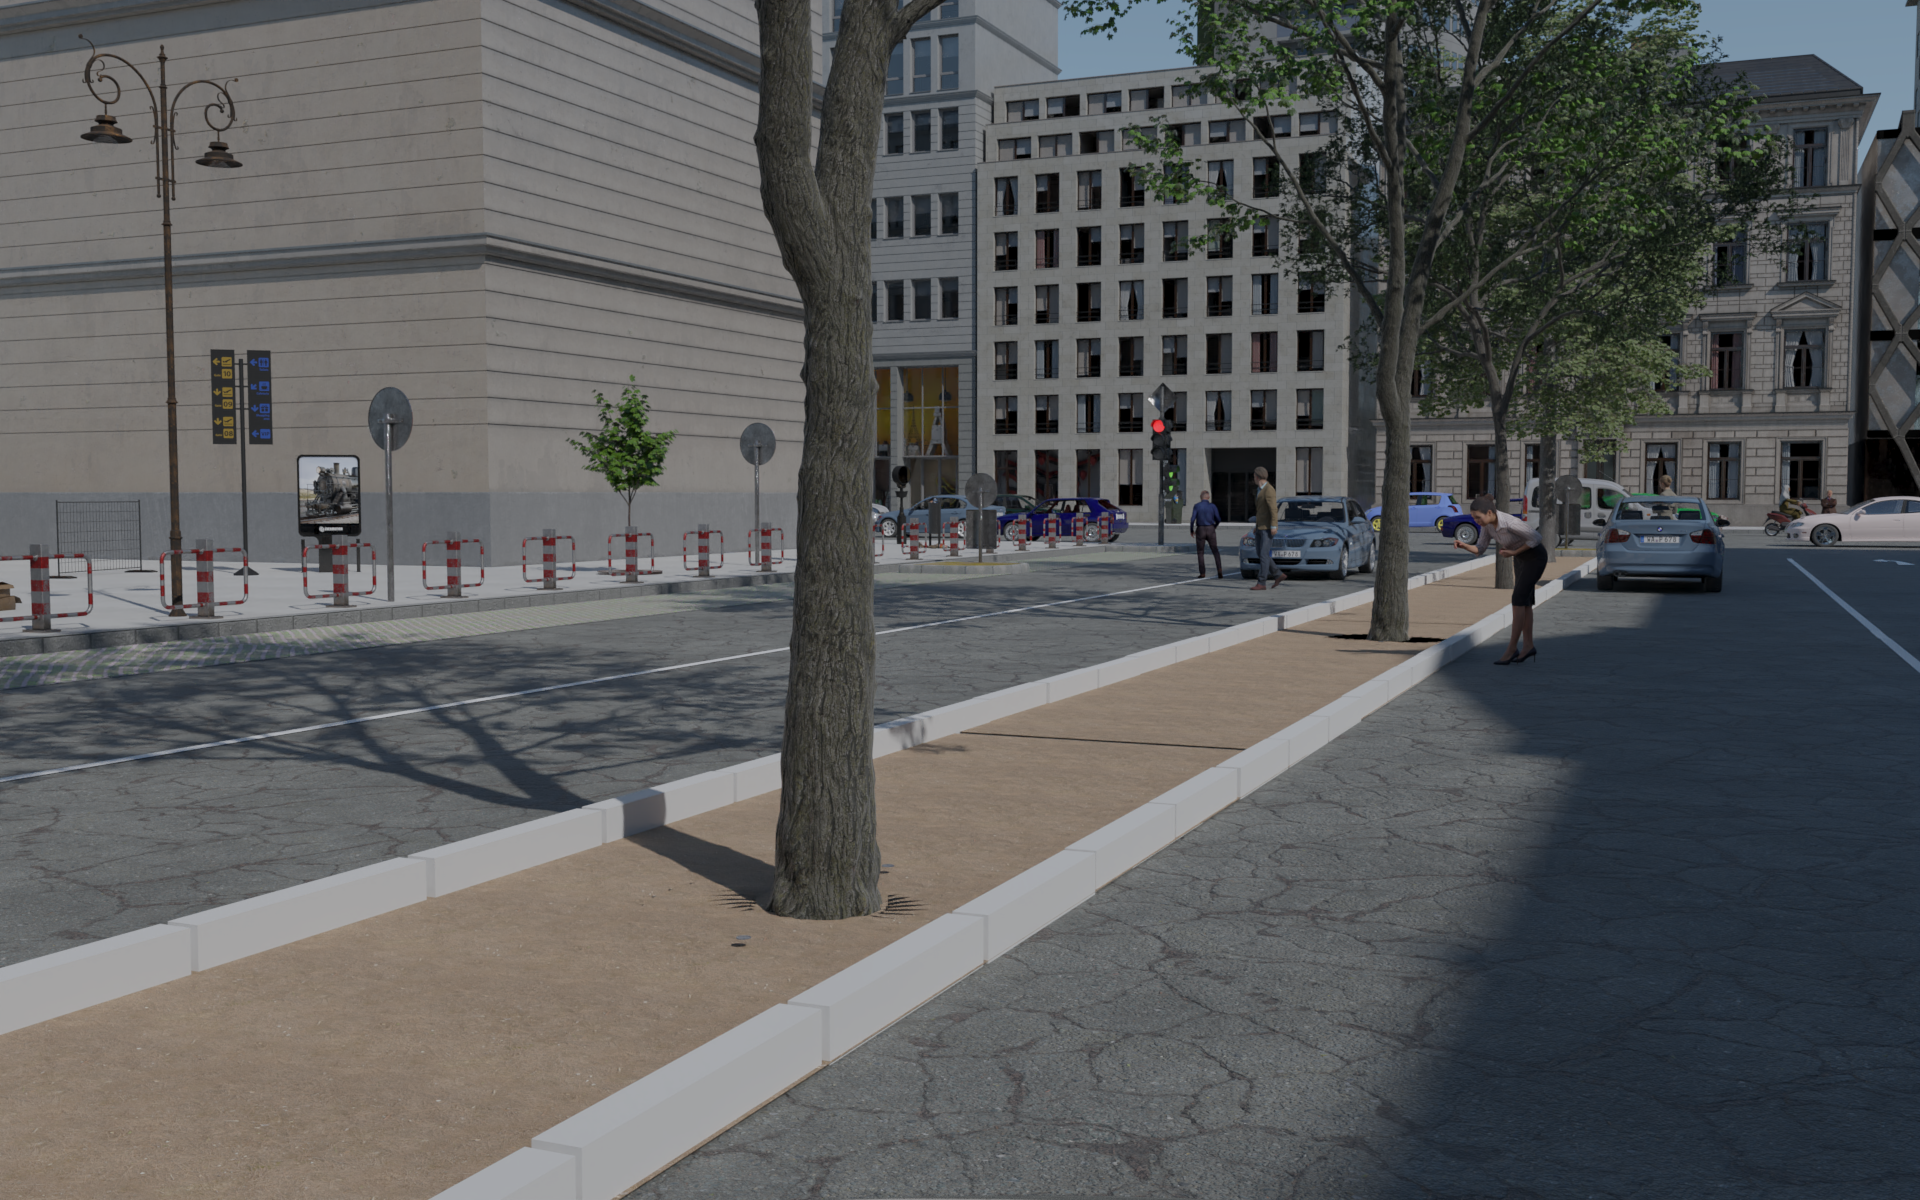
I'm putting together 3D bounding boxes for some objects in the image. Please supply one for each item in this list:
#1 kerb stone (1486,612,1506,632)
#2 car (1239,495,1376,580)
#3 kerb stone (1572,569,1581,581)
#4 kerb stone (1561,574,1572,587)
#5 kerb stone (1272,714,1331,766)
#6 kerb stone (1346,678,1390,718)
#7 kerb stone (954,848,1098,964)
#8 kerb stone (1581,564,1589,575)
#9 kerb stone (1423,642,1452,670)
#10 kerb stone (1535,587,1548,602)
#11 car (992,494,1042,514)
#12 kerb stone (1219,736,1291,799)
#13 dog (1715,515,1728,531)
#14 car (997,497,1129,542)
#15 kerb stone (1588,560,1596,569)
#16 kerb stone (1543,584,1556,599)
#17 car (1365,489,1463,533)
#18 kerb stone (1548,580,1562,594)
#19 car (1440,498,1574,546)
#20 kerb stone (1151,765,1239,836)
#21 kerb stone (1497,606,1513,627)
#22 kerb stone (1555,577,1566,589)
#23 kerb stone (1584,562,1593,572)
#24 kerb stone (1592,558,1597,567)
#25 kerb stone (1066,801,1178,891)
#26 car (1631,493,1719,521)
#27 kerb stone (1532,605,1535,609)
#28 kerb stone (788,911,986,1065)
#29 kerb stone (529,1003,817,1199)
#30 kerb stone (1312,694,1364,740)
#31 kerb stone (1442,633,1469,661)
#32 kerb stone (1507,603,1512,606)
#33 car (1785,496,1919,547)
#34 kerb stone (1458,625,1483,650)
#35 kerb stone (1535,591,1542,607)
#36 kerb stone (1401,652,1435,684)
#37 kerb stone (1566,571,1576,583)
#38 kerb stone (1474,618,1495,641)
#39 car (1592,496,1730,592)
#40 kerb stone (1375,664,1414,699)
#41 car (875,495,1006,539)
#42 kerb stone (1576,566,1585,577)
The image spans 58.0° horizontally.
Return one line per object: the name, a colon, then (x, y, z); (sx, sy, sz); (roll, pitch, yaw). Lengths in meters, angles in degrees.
kerb stone: (5.550, 0.257, 18.061); (0.120, 0.150, 1.000); (2, 4, 23)
car: (6.192, -1.131, 30.493); (2.014, 1.417, 4.499); (1, 4, 23)
kerb stone: (10.063, -0.374, 28.452); (0.120, 0.150, 1.000); (2, 4, 23)
kerb stone: (9.249, -0.264, 26.568); (0.120, 0.150, 1.000); (2, 4, 23)
kerb stone: (1.869, 0.776, 9.547); (0.120, 0.150, 1.000); (2, 4, 23)
kerb stone: (2.678, 0.658, 11.441); (0.120, 0.150, 1.000); (2, 4, 23)
kerb stone: (0.230, 1.005, 5.761); (0.120, 0.150, 1.000); (2, 4, 23)
kerb stone: (10.881, -0.498, 30.333); (0.120, 0.150, 1.000); (2, 4, 23)
kerb stone: (3.908, 0.484, 14.282); (0.120, 0.150, 1.000); (2, 4, 23)
kerb stone: (7.604, -0.037, 22.797); (0.120, 0.150, 1.000); (2, 4, 23)
car: (2.169, -3.179, 61.768); (4.222, 1.686, 2.009); (1, 4, 23)
kerb stone: (1.460, 0.831, 8.601); (0.120, 0.150, 1.000); (2, 4, 23)
dog: (22.019, -2.073, 50.726); (0.513, 0.831, 0.800); (-1, 4, -14)
car: (2.984, -2.389, 51.639); (3.894, 1.354, 1.945); (2, 4, 23)
kerb stone: (11.688, -0.612, 32.220); (0.120, 0.150, 1.000); (2, 4, 23)
kerb stone: (8.024, -0.089, 23.745); (0.120, 0.150, 1.000); (2, 4, 23)
car: (16.921, -3.378, 64.816); (3.694, 1.707, 1.945); (1, 4, 23)
kerb stone: (8.433, -0.152, 24.685); (0.120, 0.150, 1.000); (2, 4, 23)
car: (15.560, -2.208, 48.681); (3.894, 1.354, 1.945); (2, 4, 24)
kerb stone: (1.039, 0.890, 7.652); (0.120, 0.150, 1.000); (2, 4, 23)
kerb stone: (5.973, 0.195, 19.006); (0.120, 0.150, 1.000); (2, 4, 23)
kerb stone: (8.834, -0.210, 25.630); (0.120, 0.150, 1.000); (2, 4, 23)
kerb stone: (11.289, -0.555, 31.274); (0.120, 0.150, 1.000); (2, 4, 23)
kerb stone: (12.097, -0.670, 33.162); (0.120, 0.150, 1.000); (2, 4, 23)
kerb stone: (0.633, 0.947, 6.709); (0.120, 0.150, 1.000); (2, 4, 23)
car: (23.272, -3.045, 58.584); (4.718, 1.807, 1.959); (2, 4, 24)
kerb stone: (6.792, 0.079, 20.904); (0.120, 0.150, 1.000); (2, 4, 23)
kerb stone: (-0.183, 1.063, 4.821); (0.120, 0.150, 1.000); (2, 4, 23)
kerb stone: (-0.599, 1.120, 3.883); (0.120, 0.150, 1.000); (2, 4, 23)
kerb stone: (2.279, 0.718, 10.496); (0.120, 0.150, 1.000); (2, 4, 23)
kerb stone: (4.325, 0.427, 15.225); (0.120, 0.150, 1.000); (2, 4, 23)
kerb stone: (6.377, 0.137, 19.961); (0.120, 0.150, 1.000); (2, 4, 23)
car: (25.023, -2.114, 46.928); (4.827, 1.381, 2.083); (1, 4, 23)
kerb stone: (4.737, 0.368, 16.176); (0.120, 0.150, 1.000); (2, 4, 23)
kerb stone: (7.199, 0.021, 21.847); (0.120, 0.150, 1.000); (2, 4, 23)
kerb stone: (3.503, 0.543, 13.339); (0.120, 0.150, 1.000); (2, 4, 23)
kerb stone: (9.650, -0.325, 27.513); (0.120, 0.150, 1.000); (2, 4, 23)
kerb stone: (5.146, 0.316, 17.117); (0.120, 0.150, 1.000); (2, 4, 23)
car: (10.830, -0.905, 26.799); (2.014, 1.417, 4.499); (1, 4, 22)
kerb stone: (3.092, 0.599, 12.397); (0.120, 0.150, 1.000); (2, 4, 23)
car: (-0.639, -2.750, 56.968); (4.499, 1.417, 2.014); (2, 4, 25)
kerb stone: (10.469, -0.436, 29.394); (0.120, 0.150, 1.000); (2, 4, 23)
